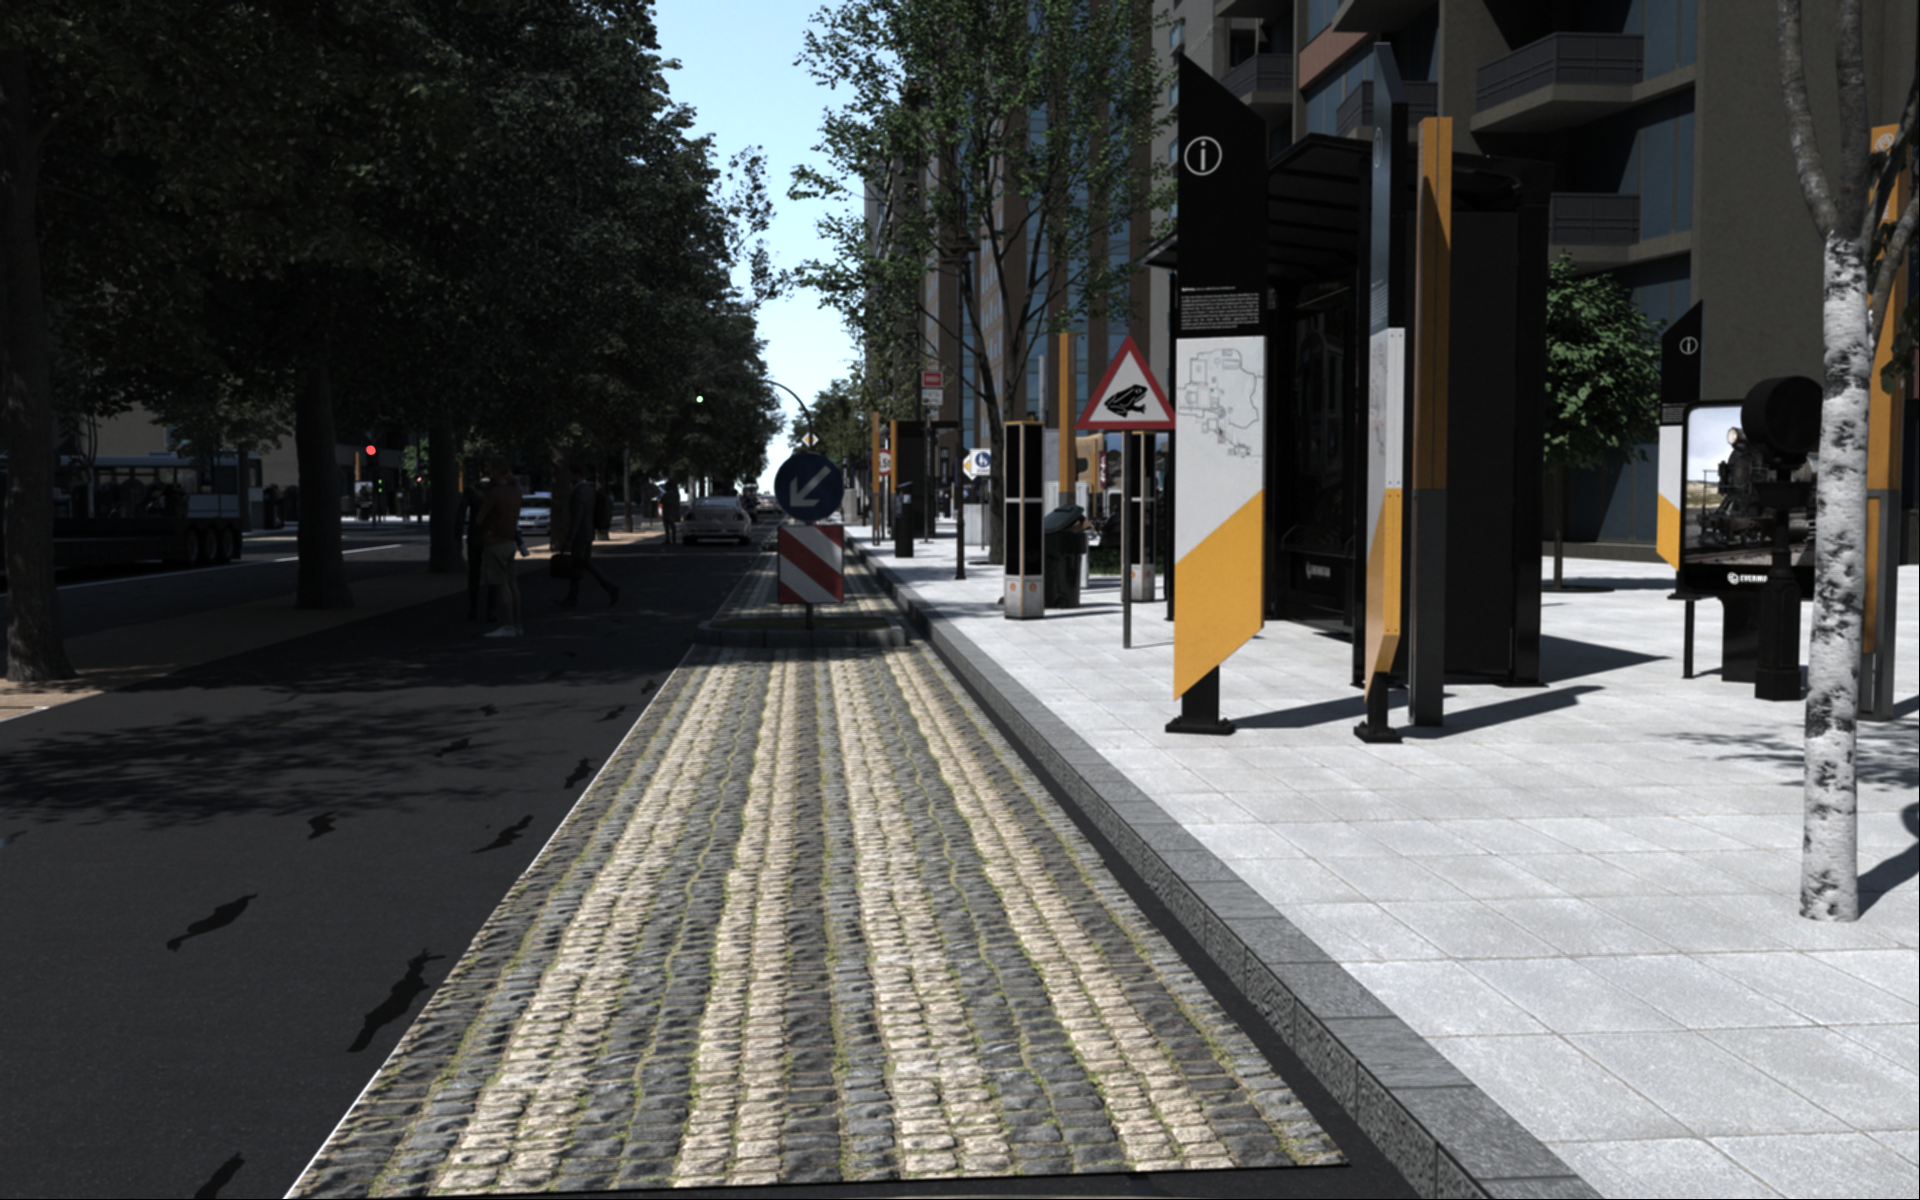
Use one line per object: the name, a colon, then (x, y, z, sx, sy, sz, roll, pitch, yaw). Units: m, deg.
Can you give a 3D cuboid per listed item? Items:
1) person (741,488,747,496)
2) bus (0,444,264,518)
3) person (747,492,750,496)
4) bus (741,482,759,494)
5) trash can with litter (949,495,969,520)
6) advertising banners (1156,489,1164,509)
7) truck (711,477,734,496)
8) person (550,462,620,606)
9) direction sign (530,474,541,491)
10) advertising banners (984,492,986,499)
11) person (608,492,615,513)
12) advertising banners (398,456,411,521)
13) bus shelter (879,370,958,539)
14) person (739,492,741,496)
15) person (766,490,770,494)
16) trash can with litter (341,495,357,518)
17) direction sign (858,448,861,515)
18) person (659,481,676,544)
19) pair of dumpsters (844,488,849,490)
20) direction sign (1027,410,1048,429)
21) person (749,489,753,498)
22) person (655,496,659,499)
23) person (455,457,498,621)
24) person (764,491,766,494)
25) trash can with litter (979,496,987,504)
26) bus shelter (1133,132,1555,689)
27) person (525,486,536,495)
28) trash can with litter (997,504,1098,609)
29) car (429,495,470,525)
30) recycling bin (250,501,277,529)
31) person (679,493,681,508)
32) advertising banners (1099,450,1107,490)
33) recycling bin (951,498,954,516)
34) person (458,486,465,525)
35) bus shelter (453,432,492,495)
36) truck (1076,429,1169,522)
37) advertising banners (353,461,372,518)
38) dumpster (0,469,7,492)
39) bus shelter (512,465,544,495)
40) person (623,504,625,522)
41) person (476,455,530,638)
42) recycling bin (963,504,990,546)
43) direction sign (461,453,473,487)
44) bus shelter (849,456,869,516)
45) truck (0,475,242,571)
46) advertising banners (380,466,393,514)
person: (-14.537, -6.599, 116.408, 0.388, 1.821, 0.555, 2, 4, 24)
bus: (-35.743, -4.653, 70.940, 13.247, 3.499, 2.948, 0, 4, -4)
person: (-31.393, -15.105, 256.168, 1.217, 1.736, 0.721, -3, 5, -44)
bus: (-35.919, -18.673, 296.848, 2.896, 3.916, 12.252, 0, 4, -5)
trash can with litter: (0.562, -4.648, 87.054, 2.233, 1.210, 1.678, 0, 4, -3)
advertising banners: (5.657, -3.286, 49.913, 0.090, 3.025, 2.074, -1, 4, -12)
truck: (-27.562, -12.985, 201.224, 2.839, 4.237, 11.283, 0, 4, -6)
person: (-4.779, -0.832, 22.066, 0.822, 1.834, 0.622, 0, 4, -3)
direction sign: (-33.337, -8.810, 136.043, 0.876, 3.537, 0.379, 0, 4, 1)
advertising banners: (2.819, -8.445, 134.264, 2.074, 3.025, 0.090, -1, 4, -20)
person: (-27.046, -7.580, 134.240, 0.589, 1.601, 0.330, 0, 4, -5)
advertising banners: (-26.203, -5.228, 81.668, 0.090, 3.025, 2.074, 0, 4, -4)
bus shelter: (-1.396, -4.656, 53.756, 2.179, 5.291, 8.768, 0, 4, -5)
person: (-38.807, -18.084, 304.892, 1.217, 1.735, 0.721, -3, 5, -39)
person: (-19.388, -10.189, 175.181, 1.348, 1.812, 0.705, 0, 4, 4)
trash can with litter: (-33.146, -5.102, 94.483, 2.233, 1.210, 1.678, 0, 4, 1)
direction sign: (-4.925, -5.707, 85.304, 0.379, 3.537, 0.876, 0, 4, 4)
person: (-8.379, -2.496, 49.489, 0.511, 1.800, 0.466, 2, 4, 27)
pair of dumpsters: (-7.297, -6.879, 114.960, 1.574, 2.255, 4.437, 0, 4, -5)
direction sign: (2.099, -3.376, 47.203, 0.379, 3.537, 0.876, -3, 4, -37)
person: (-15.228, -7.174, 125.801, 0.388, 1.821, 0.555, -1, 4, -20)
person: (-31.521, -10.513, 181.093, 0.721, 1.736, 1.217, -3, 5, -41)
person: (-5.402, -0.692, 19.595, 0.659, 1.850, 0.755, -1, 4, -21)
person: (-22.687, -11.848, 202.227, 1.348, 1.822, 0.705, 3, 4, 38)
trash can with litter: (1.413, -4.391, 83.173, 1.055, 1.170, 0.624, 0, 4, 6)
bus shelter: (2.860, -1.418, 14.471, 1.731, 3.624, 6.357, 0, 4, -5)
person: (-19.419, -4.277, 78.673, 0.600, 1.795, 0.529, 3, 4, 38)
trash can with litter: (0.972, -0.484, 19.297, 1.055, 1.170, 0.624, -3, 5, -40)
car: (-23.954, -4.282, 82.367, 2.083, 1.381, 4.827, 0, 4, -6)
recycling bin: (-25.708, -3.143, 63.942, 0.722, 1.027, 0.722, 0, 4, 1)
person: (-29.386, -10.446, 180.768, 0.415, 1.643, 0.593, -3, 4, -37)
advertising banners: (6.170, -4.458, 69.072, 0.090, 3.025, 2.074, -2, 4, -34)
recycling bin: (-0.301, -5.554, 103.355, 0.722, 1.027, 0.722, -2, 4, -25)
person: (-22.962, -4.314, 79.137, 0.767, 1.812, 0.694, 3, 5, 42)
bus shelter: (-28.491, -7.514, 100.482, 2.179, 5.291, 8.768, 0, 4, -5)
truck: (8.330, -5.211, 74.117, 11.283, 4.237, 2.839, 0, 4, -5)
advertising banners: (-31.558, -5.826, 91.436, 0.090, 3.025, 2.074, 0, 4, 5)
dumpster: (-22.521, -2.156, 41.003, 1.264, 1.857, 1.865, 0, 4, -5)
bus shelter: (-31.198, -7.962, 124.109, 2.014, 3.302, 5.546, 0, 4, -5)
person: (-17.283, -4.708, 89.748, 0.394, 1.301, 0.425, -2, 4, -32)
person: (-4.602, -0.547, 17.425, 0.573, 1.828, 0.580, -2, 4, -33)
recycling bin: (0.356, -1.882, 43.323, 0.722, 1.027, 0.722, 1, 4, 10)
direction sign: (-27.041, -6.293, 94.883, 0.379, 3.537, 0.876, 3, 4, 38)
bus shelter: (-4.853, -6.068, 93.127, 2.014, 3.302, 5.546, 0, 4, -5)
truck: (-15.489, -2.276, 26.977, 2.967, 4.110, 18.799, 0, 4, -5)
advertising banners: (-35.793, -6.902, 109.029, 2.074, 3.025, 0.090, 2, 4, 34)
